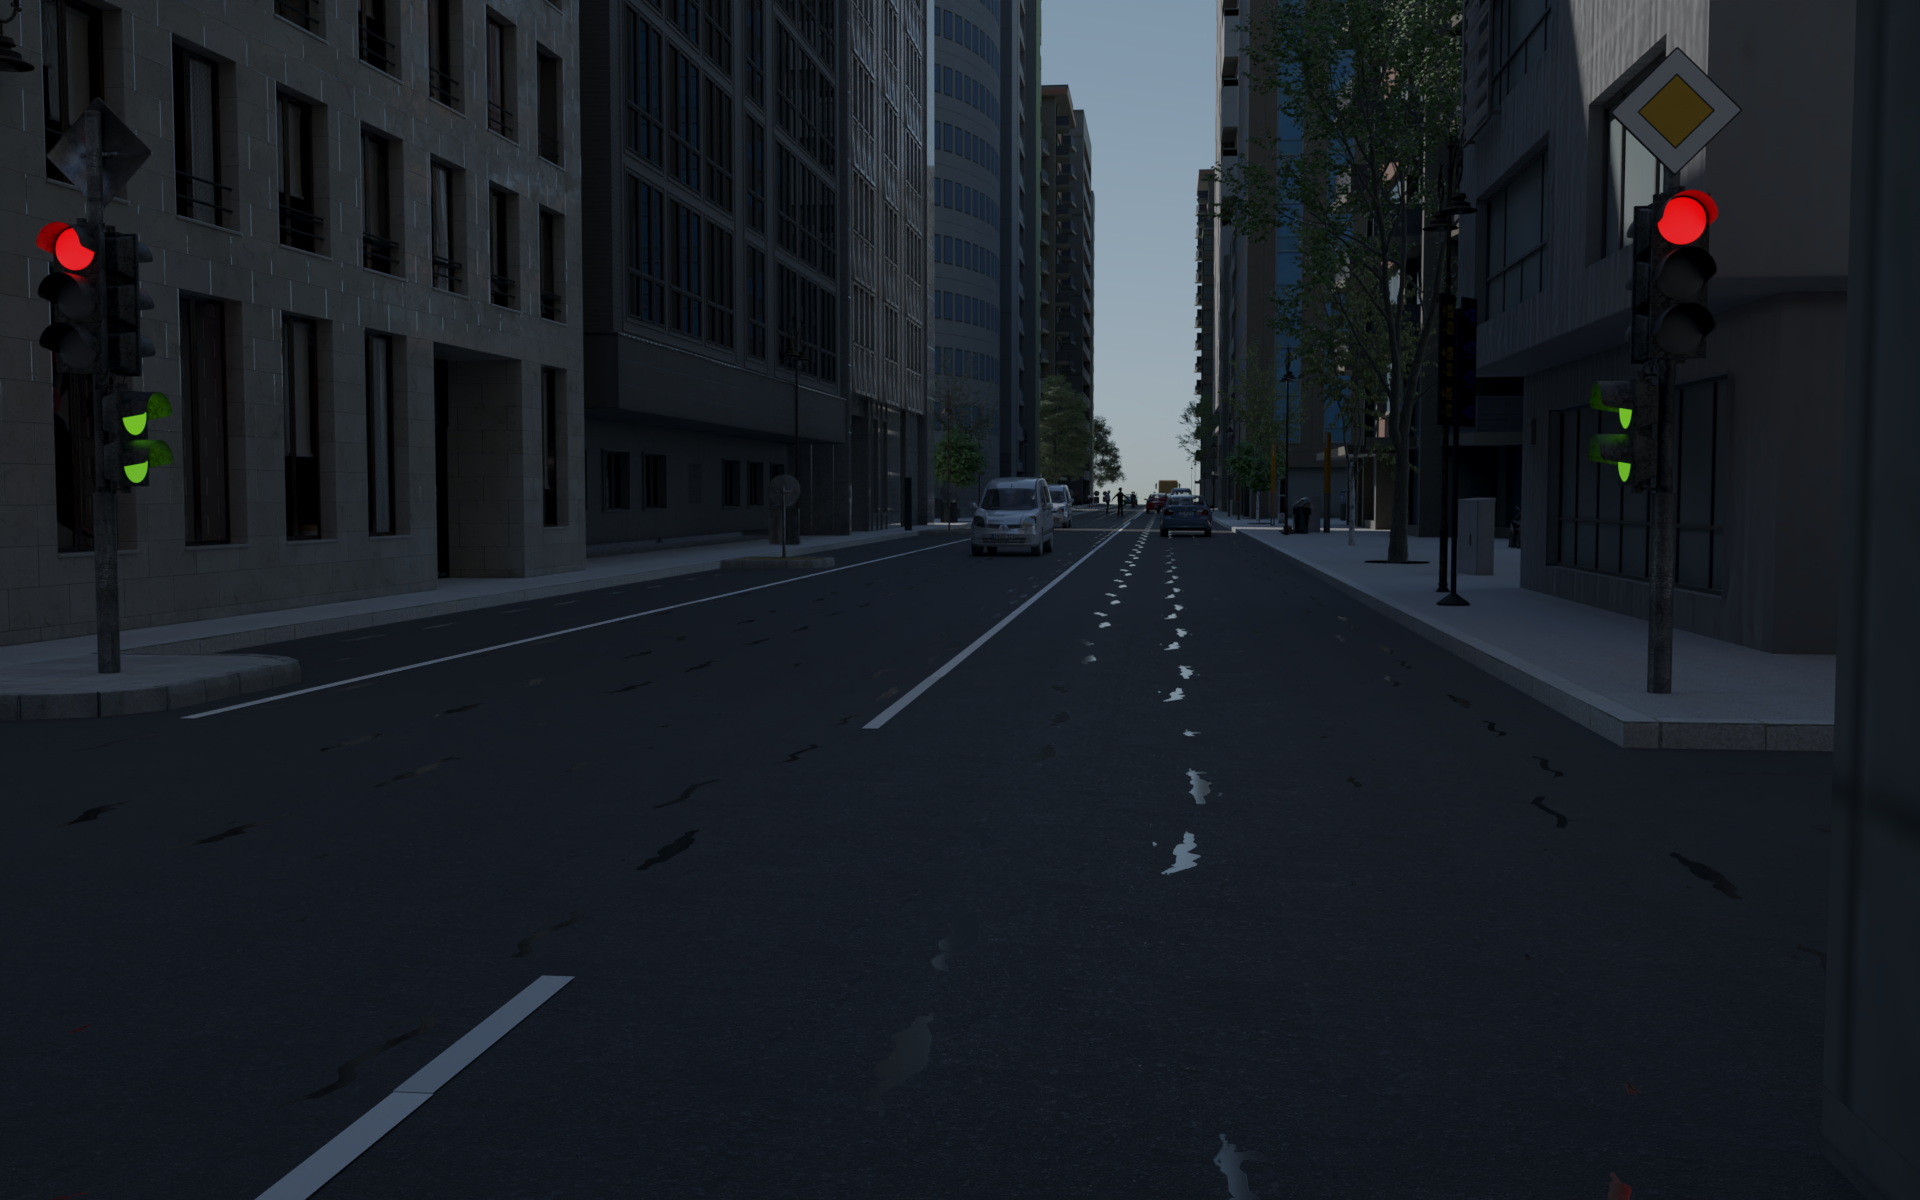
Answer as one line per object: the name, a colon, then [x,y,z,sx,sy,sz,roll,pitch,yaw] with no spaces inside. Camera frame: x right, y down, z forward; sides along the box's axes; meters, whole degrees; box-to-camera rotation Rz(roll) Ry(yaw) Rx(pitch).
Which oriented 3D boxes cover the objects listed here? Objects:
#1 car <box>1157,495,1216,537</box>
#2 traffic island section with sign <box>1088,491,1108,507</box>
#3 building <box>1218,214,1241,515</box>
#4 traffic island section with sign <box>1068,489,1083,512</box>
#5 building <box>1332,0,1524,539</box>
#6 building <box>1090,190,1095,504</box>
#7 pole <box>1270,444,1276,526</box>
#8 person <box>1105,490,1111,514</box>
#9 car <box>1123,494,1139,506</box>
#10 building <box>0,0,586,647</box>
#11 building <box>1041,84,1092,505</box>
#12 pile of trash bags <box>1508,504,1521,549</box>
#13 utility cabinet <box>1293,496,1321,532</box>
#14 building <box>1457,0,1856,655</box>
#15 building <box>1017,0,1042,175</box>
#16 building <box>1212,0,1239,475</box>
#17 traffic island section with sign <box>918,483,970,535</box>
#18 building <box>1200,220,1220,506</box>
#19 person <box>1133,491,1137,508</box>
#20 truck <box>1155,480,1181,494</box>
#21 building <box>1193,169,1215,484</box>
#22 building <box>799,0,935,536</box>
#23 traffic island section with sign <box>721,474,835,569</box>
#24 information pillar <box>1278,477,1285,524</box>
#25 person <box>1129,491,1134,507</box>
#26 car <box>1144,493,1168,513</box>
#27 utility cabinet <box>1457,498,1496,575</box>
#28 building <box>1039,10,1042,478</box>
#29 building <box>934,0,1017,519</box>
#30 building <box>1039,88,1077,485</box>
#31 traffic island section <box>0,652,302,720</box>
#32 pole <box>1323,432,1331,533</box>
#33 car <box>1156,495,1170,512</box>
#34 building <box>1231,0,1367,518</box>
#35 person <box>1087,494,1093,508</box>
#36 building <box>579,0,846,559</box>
car: [7.800,-2.919,59.736,2.014,1.417,4.499,0,4,8]
traffic island section with sign: [15.332,-11.294,193.287,1.989,1.847,2.006,0,4,7]
building: [32.105,-16.706,118.190,27.650,21.520,28.899,0,4,7]
traffic island section with sign: [8.786,-7.921,138.142,1.989,1.847,2.006,0,4,7]
building: [24.119,-24.613,57.047,22.147,44.769,28.867,0,4,7]
building: [10.331,-33.270,227.562,14.154,41.232,14.086,0,4,7]
pole: [12.722,-4.680,70.363,0.158,3.312,0.155,0,3,0]
person: [10.690,-7.044,124.602,0.436,1.711,0.756,3,5,43]
car: [21.055,-12.533,213.712,1.959,1.807,4.718,0,4,5]
building: [-12.440,-10.159,20.851,10.420,20.320,16.860,0,4,7]
building: [4.751,-35.863,210.065,21.300,48.544,21.600,0,4,7]
pile of trash bags: [14.689,-1.894,40.726,3.447,1.369,1.912,1,4,19]
utility cabinet: [11.604,-2.864,57.980,1.020,1.237,0.306,-2,4,-33]
building: [12.824,-20.274,15.079,14.086,41.232,14.154,0,4,7]
building: [-1.720,-26.909,123.556,14.154,41.232,14.086,0,4,7]
building: [35.229,-34.004,145.208,28.713,52.752,27.495,0,4,7]
traffic island section with sign: [-0.368,-3.207,61.055,1.989,1.847,2.006,0,4,7]
building: [32.581,-25.186,183.493,14.160,30.474,14.107,0,4,7]
person: [18.088,-10.347,178.483,0.445,1.727,0.742,-3,5,-40]
truck: [28.163,-14.589,234.445,3.469,3.379,9.791,0,4,6]
building: [42.083,-35.074,228.079,22.147,44.769,28.867,0,4,7]
building: [-8.208,-14.997,63.226,12.078,24.808,19.932,0,4,7]
traffic island section with sign: [-3.544,-1.569,34.287,1.989,1.847,2.006,0,4,7]
information pillar: [14.032,-4.343,75.508,0.304,2.012,0.304,0,4,1]
person: [18.636,-10.951,188.261,0.721,1.735,1.217,-1,4,-14]
car: [14.800,-7.359,129.365,2.155,1.783,4.494,0,4,7]
utility cabinet: [8.263,-1.016,27.776,0.306,1.237,1.020,0,4,-1]
building: [-7.361,-33.988,144.948,28.713,52.752,27.495,0,4,7]
building: [-8.271,-34.250,101.993,21.231,58.520,28.212,0,4,7]
building: [0.950,-32.455,185.267,22.147,44.769,28.867,0,4,7]
traffic island section: [-6.129,0.601,12.453,2.009,0.180,2.903,0,4,7]
pole: [12.109,-3.868,57.090,0.158,3.312,0.155,0,3,0]
car: [16.445,-7.600,136.628,2.083,1.381,4.827,0,4,7]
building: [22.822,-27.327,96.901,14.600,45.320,14.200,0,4,7]
person: [13.210,-10.055,176.090,0.799,1.438,0.628,2,4,27]
building: [-11.803,-15.166,41.474,14.314,27.812,24.014,0,4,7]
